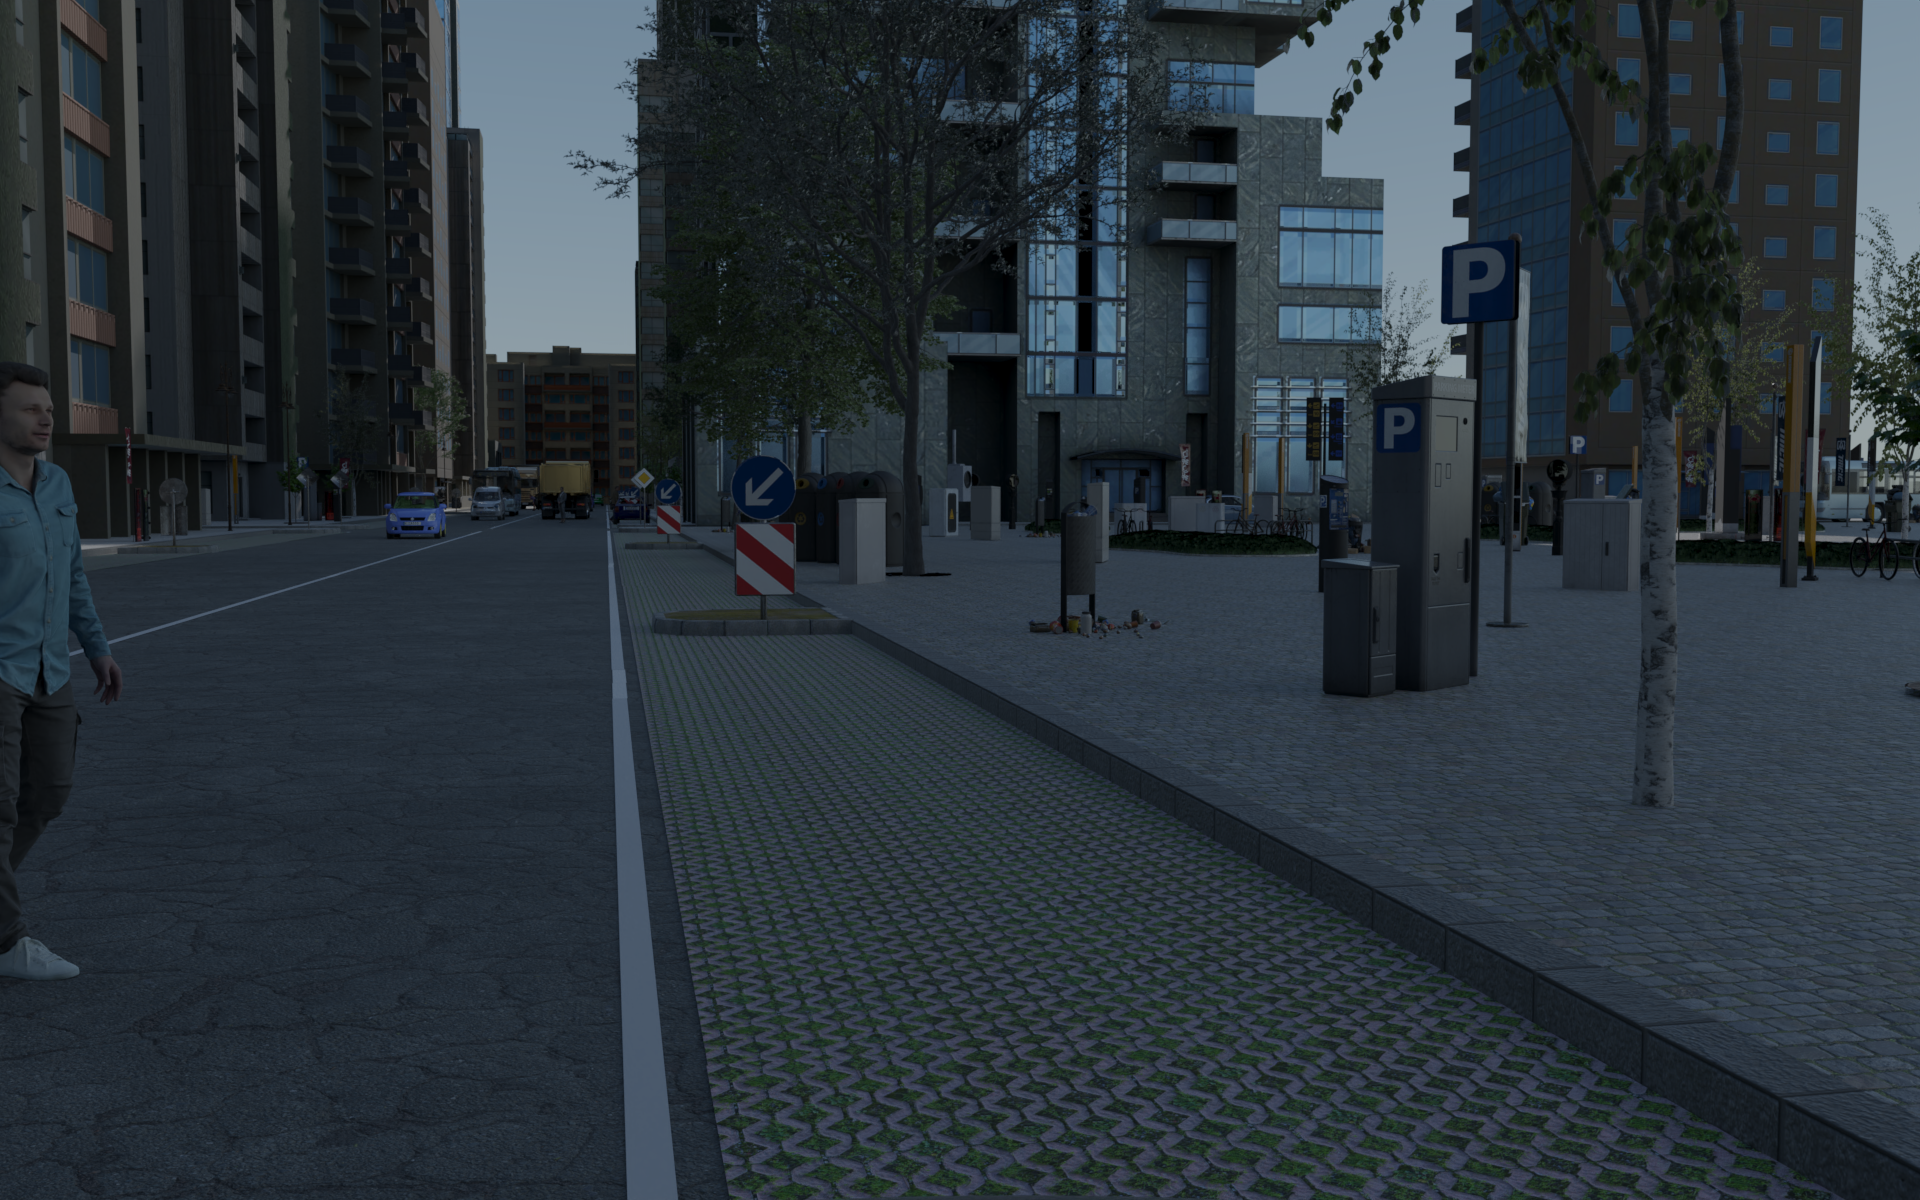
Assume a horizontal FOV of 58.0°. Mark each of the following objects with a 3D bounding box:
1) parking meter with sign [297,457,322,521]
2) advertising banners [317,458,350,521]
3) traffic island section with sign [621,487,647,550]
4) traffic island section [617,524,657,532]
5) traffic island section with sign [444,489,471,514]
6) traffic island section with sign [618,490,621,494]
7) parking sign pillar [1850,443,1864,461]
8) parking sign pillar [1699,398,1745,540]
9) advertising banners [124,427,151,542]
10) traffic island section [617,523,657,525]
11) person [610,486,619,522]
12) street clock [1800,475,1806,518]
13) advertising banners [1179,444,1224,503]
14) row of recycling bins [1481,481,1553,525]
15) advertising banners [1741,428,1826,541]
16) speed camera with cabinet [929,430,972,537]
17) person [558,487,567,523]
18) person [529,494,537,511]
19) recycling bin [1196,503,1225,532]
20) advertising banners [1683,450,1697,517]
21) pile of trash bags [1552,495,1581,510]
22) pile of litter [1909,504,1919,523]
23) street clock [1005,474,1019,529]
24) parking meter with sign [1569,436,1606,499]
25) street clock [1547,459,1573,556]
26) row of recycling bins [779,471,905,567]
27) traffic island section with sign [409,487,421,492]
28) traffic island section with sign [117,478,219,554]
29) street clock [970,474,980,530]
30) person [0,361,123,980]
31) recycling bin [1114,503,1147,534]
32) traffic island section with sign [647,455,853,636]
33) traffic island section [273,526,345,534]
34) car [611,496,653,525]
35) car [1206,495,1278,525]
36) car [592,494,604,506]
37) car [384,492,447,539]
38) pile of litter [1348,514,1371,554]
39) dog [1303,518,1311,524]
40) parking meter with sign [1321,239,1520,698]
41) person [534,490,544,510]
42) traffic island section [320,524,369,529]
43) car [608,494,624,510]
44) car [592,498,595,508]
[{"bbox_3d":[-30.850,-5.259,82.251,0.543,3.016,1.738,0,4,1],"label":"parking meter with sign"},{"bbox_3d":[-30.451,-5.344,83.568,2.074,3.025,0.090,0,4,-7],"label":"advertising banners"},{"bbox_3d":[-7.766,-2.245,45.337,1.989,1.847,2.006,-1,4,-12],"label":"traffic island section with sign"},{"bbox_3d":[-12.007,-2.679,66.087,2.009,0.180,2.903,-1,4,-12],"label":"traffic island section"},{"bbox_3d":[-35.815,-7.011,123.262,1.989,1.847,2.006,-1,4,-12],"label":"traffic island section with sign"},{"bbox_3d":[-24.100,-7.135,125.278,1.989,1.847,2.006,-1,4,-12],"label":"traffic island section with sign"},{"bbox_3d":[47.552,-6.363,92.501,1.447,3.967,1.447,-2,4,-26],"label":"parking sign pillar"},{"bbox_3d":[21.829,-3.716,49.226,1.447,3.967,1.447,1,4,15],"label":"parking sign pillar"},{"bbox_3d":[-22.070,-3.075,46.460,0.090,3.025,2.074,-1,4,-10],"label":"advertising banners"},{"bbox_3d":[-13.606,-3.158,73.911,2.009,0.180,2.903,-1,4,-12],"label":"traffic island section"},{"bbox_3d":[-17.249,-4.792,86.759,0.656,1.842,0.836,2,4,29],"label":"person"},{"bbox_3d":[31.429,-3.655,64.334,0.471,2.002,0.358,-2,4,-33],"label":"street clock"},{"bbox_3d":[8.433,-3.936,60.546,2.074,3.025,0.090,-2,4,-33],"label":"advertising banners"},{"bbox_3d":[18.366,-3.060,57.152,1.069,1.692,3.534,-1,4,-13],"label":"row of recycling bins"},{"bbox_3d":[22.270,-3.100,46.866,2.074,3.025,0.090,3,5,41],"label":"advertising banners"},{"bbox_3d":[-0.278,-3.565,52.616,0.660,3.252,2.038,1,4,23],"label":"speed camera with cabinet"},{"bbox_3d":[-19.794,-4.720,85.949,0.520,1.790,0.573,1,4,15],"label":"person"},{"bbox_3d":[-36.384,-8.304,147.497,0.421,1.427,0.697,3,5,42],"label":"person"},{"bbox_3d":[6.971,-2.182,48.230,0.722,1.027,0.722,1,4,15],"label":"recycling bin"},{"bbox_3d":[30.002,-4.470,69.273,2.074,3.025,0.090,1,4,22],"label":"advertising banners"},{"bbox_3d":[24.544,-3.785,71.633,3.447,1.369,1.912,3,4,38],"label":"pile of trash bags"},{"bbox_3d":[42.883,-3.869,77.224,1.719,0.858,1.176,1,4,9],"label":"pile of litter"},{"bbox_3d":[1.899,-3.571,62.963,0.471,2.002,0.358,-3,4,-38],"label":"street clock"},{"bbox_3d":[18.610,-3.345,50.959,0.543,3.016,1.738,-1,4,-12],"label":"parking meter with sign"},{"bbox_3d":[12.506,-1.932,36.165,0.471,2.002,0.358,3,5,44],"label":"street clock"},{"bbox_3d":[-2.090,-1.520,31.961,1.069,1.692,3.534,-2,4,-31],"label":"row of recycling bins"},{"bbox_3d":[-30.326,-5.369,96.412,1.989,1.847,2.006,-1,4,-12],"label":"traffic island section with sign"},{"bbox_3d":[-19.251,-2.057,42.253,1.989,1.847,2.006,-1,4,-12],"label":"traffic island section with sign"},{"bbox_3d":[0.460,-3.472,61.339,0.471,2.002,0.358,1,4,14],"label":"street clock"},{"bbox_3d":[-2.909,0.200,5.247,0.620,1.820,0.660,1,4,9],"label":"person"},{"bbox_3d":[4.662,-2.131,47.400,0.722,1.027,0.722,-1,4,-12],"label":"recycling bin"},{"bbox_3d":[-2.246,-0.592,18.313,1.989,1.847,2.006,-1,4,-12],"label":"traffic island section with sign"},{"bbox_3d":[-23.953,-2.531,63.659,2.009,0.180,2.903,-1,4,-12],"label":"traffic island section"},{"bbox_3d":[-15.615,-4.271,82.403,1.945,1.354,3.894,-1,4,-10],"label":"car"},{"bbox_3d":[11.586,-3.796,74.066,4.499,1.417,2.014,-1,4,-10],"label":"car"},{"bbox_3d":[-43.090,-11.997,204.951,1.959,1.807,4.718,-1,4,-13],"label":"car"},{"bbox_3d":[-17.720,-2.867,56.463,1.945,1.707,3.694,-1,4,-13],"label":"car"},{"bbox_3d":[8.786,-1.455,37.755,1.719,0.858,1.176,-1,4,-21],"label":"pile of litter"},{"bbox_3d":[15.105,-3.399,75.759,0.748,0.427,0.550,0,4,4],"label":"dog"},{"bbox_3d":[3.050,-0.933,11.512,0.543,3.016,1.738,3,5,43],"label":"parking meter with sign"},{"bbox_3d":[-37.676,-8.975,155.379,1.348,1.807,0.705,0,4,-1],"label":"person"},{"bbox_3d":[-25.552,-3.009,71.483,2.009,0.180,2.903,-1,4,-12],"label":"traffic island section"},{"bbox_3d":[-30.791,-8.989,156.753,2.009,1.686,4.222,-1,4,-13],"label":"car"},{"bbox_3d":[-38.915,-10.434,180.190,1.945,1.707,3.694,-1,4,-11],"label":"car"}]
